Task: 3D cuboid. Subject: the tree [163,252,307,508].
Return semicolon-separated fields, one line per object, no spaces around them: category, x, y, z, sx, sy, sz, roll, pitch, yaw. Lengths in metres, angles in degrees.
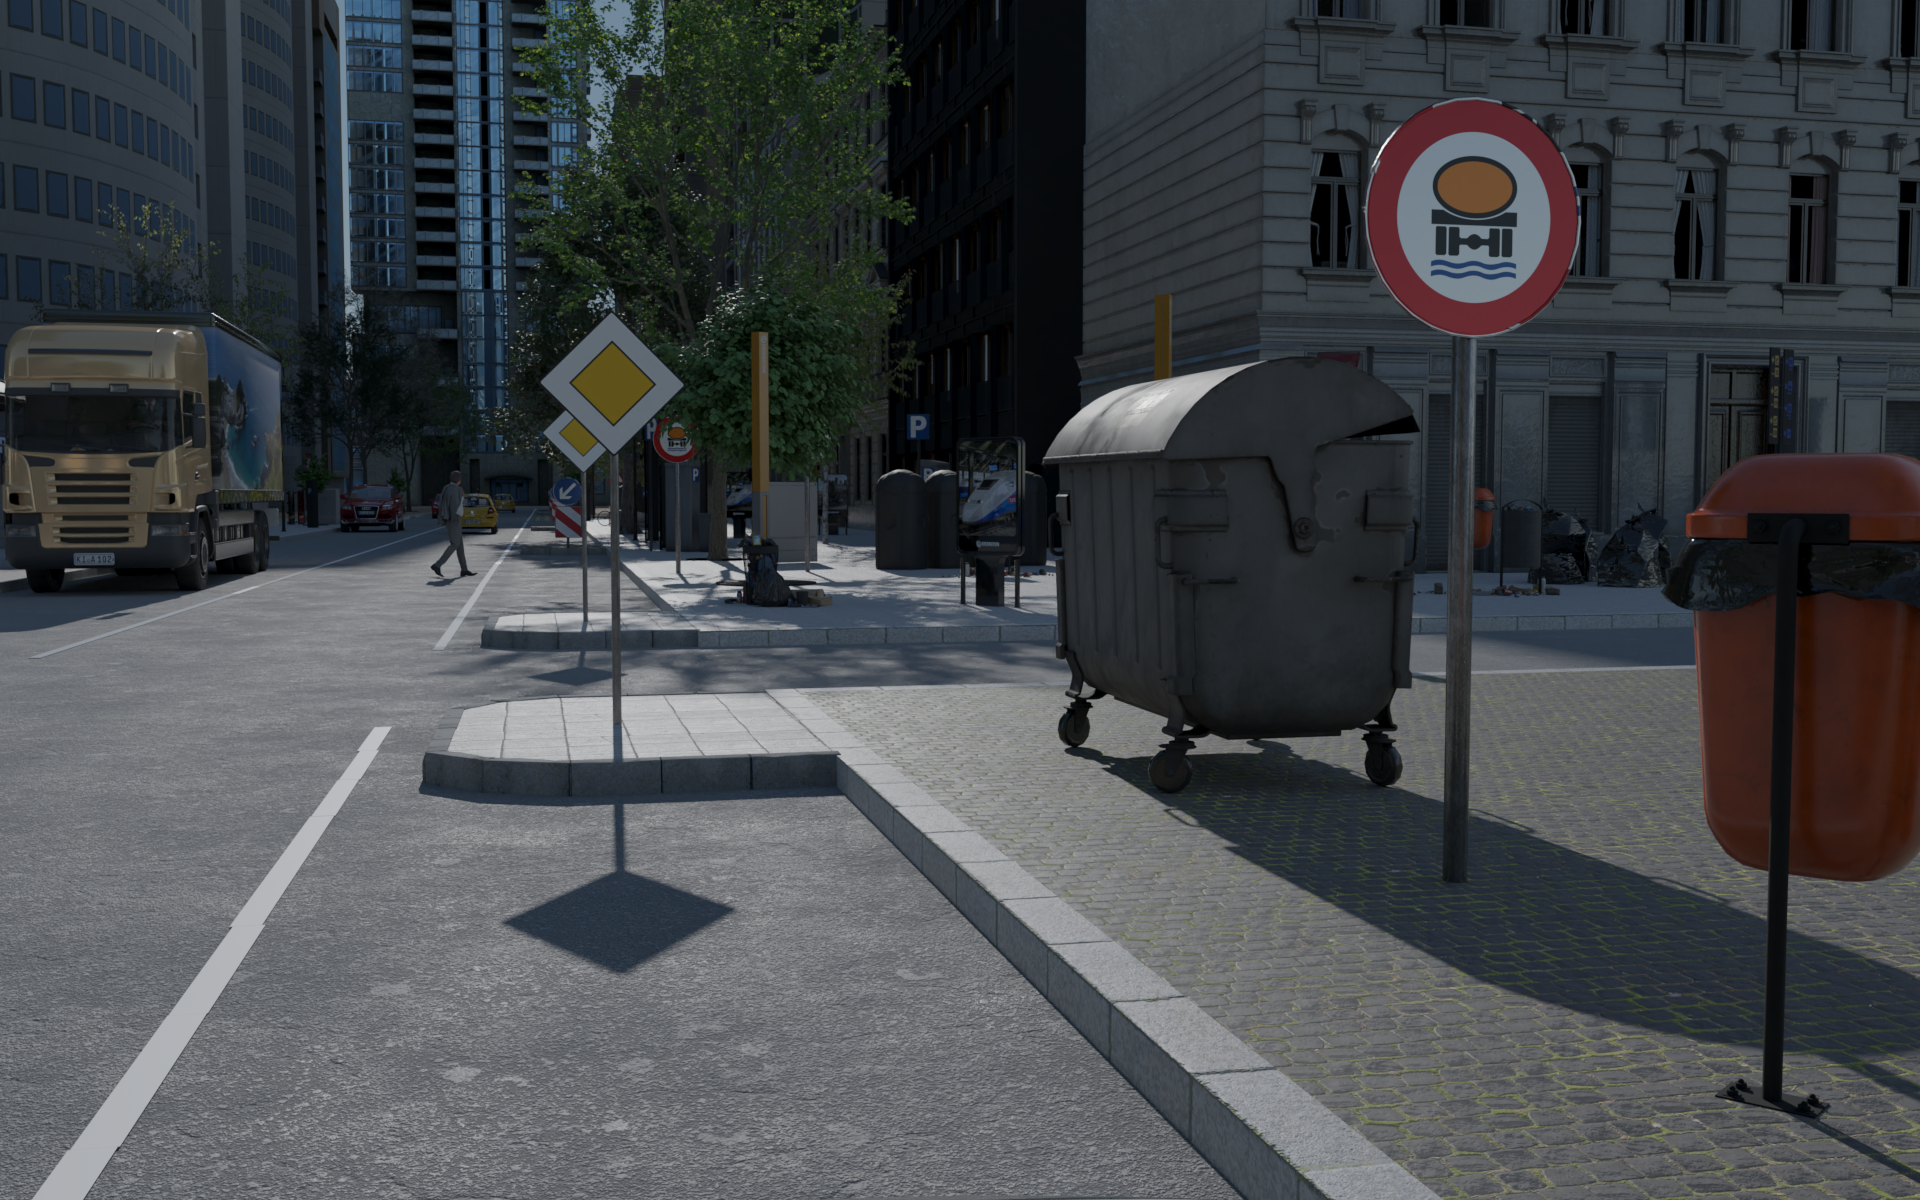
tree;-21.686;-6.209;51.886;4.737;8.622;4.395;0;3;0

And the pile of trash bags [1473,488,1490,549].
pile of trash bags;8.758;-0.953;25.338;1.912;1.369;3.447;-3;5;-41

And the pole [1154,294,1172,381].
pole;2.083;-1.466;17.814;0.158;3.312;0.155;0;3;0

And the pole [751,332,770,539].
pole;-2.524;-1.717;21.922;0.158;3.312;0.155;0;3;0

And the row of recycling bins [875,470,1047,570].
row of recycling bins;0.103;-1.421;30.345;3.534;1.692;1.069;-3;4;-38

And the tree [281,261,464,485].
tree;-31.635;-11.099;91.841;12.009;13.543;11.850;0;3;0

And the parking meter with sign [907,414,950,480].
parking meter with sign;-0.532;-2.591;38.623;0.543;3.016;1.738;2;4;26

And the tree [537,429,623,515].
tree;-22.938;-11.623;108.169;7.486;12.596;7.792;0;3;0

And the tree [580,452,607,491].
tree;-34.425;-12.746;158.764;4.360;8.622;3.978;0;3;0

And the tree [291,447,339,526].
tree;-26.343;-4.646;70.563;1.663;3.219;1.824;0;3;0

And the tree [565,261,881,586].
tree;-2.680;-2.497;24.542;4.285;4.588;4.351;0;3;0

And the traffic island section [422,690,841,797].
traffic island section;-1.893;0.771;9.673;2.009;0.180;2.903;-1;4;-13

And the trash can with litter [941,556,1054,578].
trash can with litter;0.896;-0.979;27.072;2.233;1.210;1.678;0;4;8

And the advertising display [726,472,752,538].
advertising display;-6.382;-2.744;50.074;0.974;1.923;0.123;1;4;21

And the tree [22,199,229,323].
tree;-20.229;-5.643;42.629;4.360;8.622;3.978;0;3;0

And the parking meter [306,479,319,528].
parking meter;-24.676;-3.686;65.974;0.399;1.863;0.255;2;4;25

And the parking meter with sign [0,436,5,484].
parking meter with sign;-29.525;-3.407;51.967;1.738;3.016;0.543;0;4;2

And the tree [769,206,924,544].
tree;-3.276;-5.756;44.478;4.737;8.622;4.395;0;3;0

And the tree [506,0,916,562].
tree;-4.682;-6.552;32.877;9.928;11.665;9.643;0;3;0

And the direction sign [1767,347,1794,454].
direction sign;12.782;-2.143;27.038;0.876;3.537;0.379;-3;5;-43

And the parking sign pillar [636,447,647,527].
parking sign pillar;-12.174;-4.825;67.358;1.447;3.967;1.447;0;4;-4

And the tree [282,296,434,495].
tree;-28.316;-8.968;81.047;7.601;10.594;8.767;-2;4;-33

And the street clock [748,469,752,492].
street clock;-4.802;-2.247;41.312;0.471;2.002;0.358;-2;4;-35

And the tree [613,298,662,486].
tree;-11.862;-6.965;64.248;4.737;8.622;4.395;0;3;0

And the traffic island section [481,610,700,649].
traffic island section;-3.749;0.296;17.441;2.009;0.180;2.903;-1;4;-13

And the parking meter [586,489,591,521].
parking meter;-18.120;-4.628;84.081;0.372;1.533;0.369;0;3;0

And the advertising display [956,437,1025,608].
advertising display;0.344;-0.892;19.800;0.974;1.923;0.123;3;5;44

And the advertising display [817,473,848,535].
advertising display;-3.978;-2.988;54.068;0.974;1.923;0.123;0;4;-8

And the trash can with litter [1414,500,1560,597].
trash can with litter;6.788;-0.685;22.250;2.233;1.210;1.678;0;4;-1

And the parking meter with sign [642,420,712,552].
parking meter with sign;-6.170;-2.584;38.514;1.738;3.016;0.543;1;4;22

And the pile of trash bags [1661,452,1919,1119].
pile of trash bags;2.927;0.421;2.870;3.447;1.369;1.912;3;5;41

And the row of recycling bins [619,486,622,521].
row of recycling bins;-14.925;-4.452;79.899;1.069;1.692;3.534;1;4;13

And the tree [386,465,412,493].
tree;-36.539;-7.187;112.112;1.663;3.219;1.824;0;3;0

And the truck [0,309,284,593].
truck;-13.231;-2.434;28.706;2.839;4.237;11.283;-1;4;-14

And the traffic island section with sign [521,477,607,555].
traffic island section with sign;-9.518;-2.012;41.523;1.989;1.847;2.006;-1;4;-13

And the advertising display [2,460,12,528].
advertising display;-18.109;-1.726;33.431;0.123;1.923;0.974;0;4;4

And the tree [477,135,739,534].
tree;-10.535;-8.456;55.266;9.611;12.733;9.660;0;3;0
